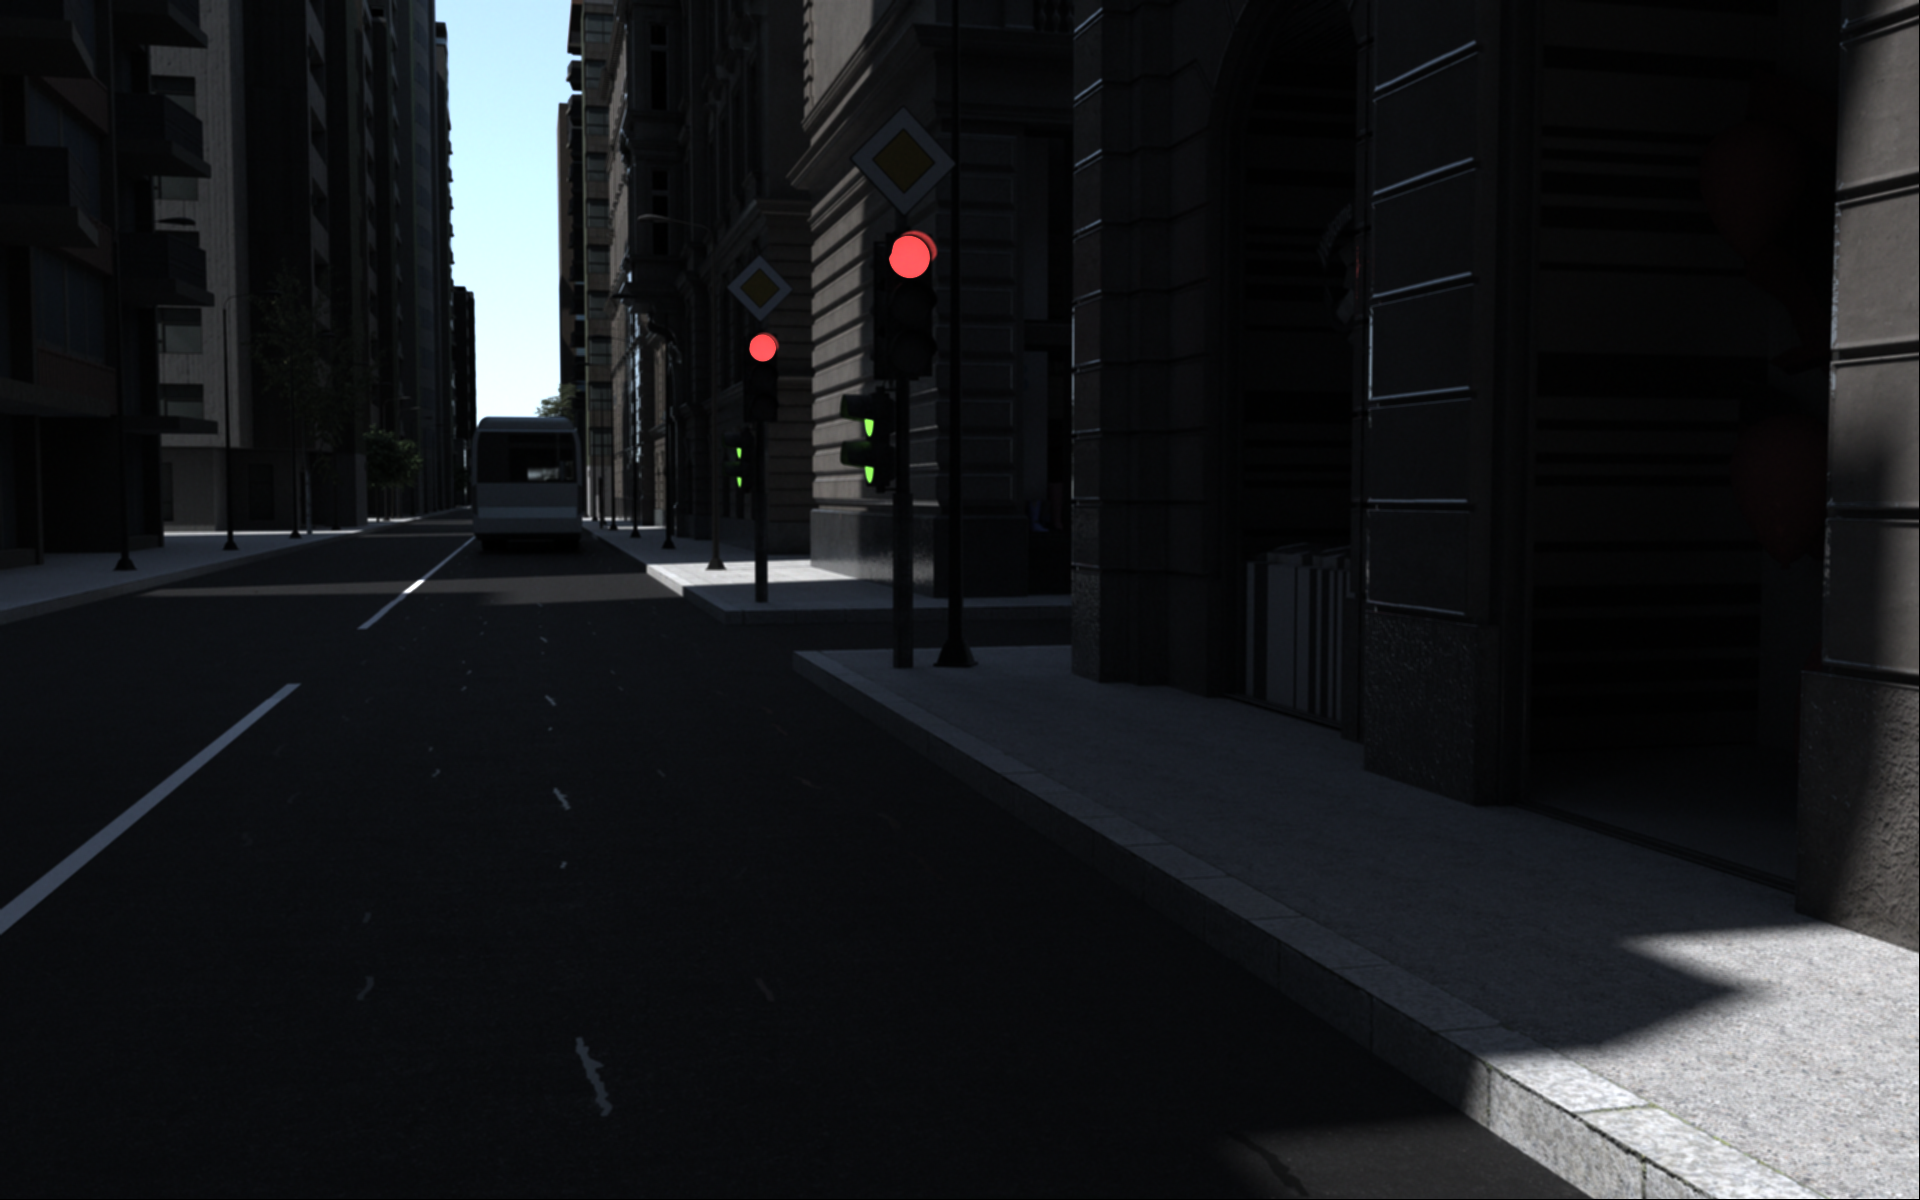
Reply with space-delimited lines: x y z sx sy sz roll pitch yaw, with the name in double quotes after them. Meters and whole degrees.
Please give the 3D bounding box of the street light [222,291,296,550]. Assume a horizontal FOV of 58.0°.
-16.164 -4.100 39.578 1.470 5.913 1.316 -1 4 -14 "street light"

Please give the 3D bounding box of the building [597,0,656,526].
-10.311 -17.432 82.276 12.463 27.353 25.104 -1 4 -14 "building"

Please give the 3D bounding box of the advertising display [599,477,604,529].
-13.370 -3.630 64.569 0.123 1.923 0.974 -1 4 -9 "advertising display"

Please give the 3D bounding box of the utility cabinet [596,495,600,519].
-18.855 -4.841 90.318 0.306 1.237 1.020 -1 4 -15 "utility cabinet"

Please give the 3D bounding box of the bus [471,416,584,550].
-11.782 -3.228 47.634 2.948 3.499 13.247 -1 4 -13 "bus"

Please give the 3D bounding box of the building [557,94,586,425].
-38.175 -33.393 196.086 14.600 45.320 14.200 -1 4 -14 "building"

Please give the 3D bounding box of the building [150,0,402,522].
-39.118 -19.843 96.131 14.160 30.474 14.107 -1 4 -14 "building"

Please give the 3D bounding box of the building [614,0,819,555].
-3.150 -14.329 53.368 14.460 24.649 34.723 -1 4 -14 "building"

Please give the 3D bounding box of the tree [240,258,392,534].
-20.507 -6.400 54.996 4.737 8.622 4.395 0 3 0 "tree"

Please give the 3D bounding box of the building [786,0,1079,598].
7.483 -12.146 27.460 19.941 23.489 11.050 -1 4 -14 "building"

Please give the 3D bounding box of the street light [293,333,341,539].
-18.711 -4.742 50.076 1.470 5.913 1.316 -1 4 -14 "street light"

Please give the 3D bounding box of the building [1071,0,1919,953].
9.277 -9.795 1.946 13.314 21.916 24.055 -1 4 -14 "building"

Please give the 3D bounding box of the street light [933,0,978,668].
-0.558 -2.454 12.663 1.470 5.913 1.316 -1 4 -14 "street light"

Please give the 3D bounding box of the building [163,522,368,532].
-29.889 -17.821 63.071 14.160 30.474 14.107 -1 4 -14 "building"

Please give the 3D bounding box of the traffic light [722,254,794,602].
-2.376 -1.929 20.452 0.839 4.253 0.868 -1 4 -14 "traffic light"

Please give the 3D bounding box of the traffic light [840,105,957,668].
-0.440 -1.455 12.704 0.839 4.253 0.868 -1 4 -14 "traffic light"

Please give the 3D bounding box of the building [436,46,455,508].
-52.307 -28.648 151.995 14.154 41.232 14.086 -1 4 -14 "building"

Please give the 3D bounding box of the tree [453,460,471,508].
-48.319 -11.140 165.856 4.285 4.588 4.351 0 3 0 "tree"

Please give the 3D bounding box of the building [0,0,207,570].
-26.614 -22.974 30.245 22.147 44.769 28.867 -1 4 -14 "building"

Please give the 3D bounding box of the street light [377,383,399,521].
-24.410 -6.104 72.342 1.470 5.913 1.316 -1 4 -14 "street light"

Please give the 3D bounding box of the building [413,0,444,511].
-50.836 -35.968 130.077 21.231 58.520 28.212 -1 4 -14 "building"

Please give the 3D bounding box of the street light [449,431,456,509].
-37.776 -9.400 126.231 1.470 5.913 1.316 -1 4 -14 "street light"

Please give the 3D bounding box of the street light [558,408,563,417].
-20.681 -7.372 93.074 1.470 5.913 1.316 -1 4 -14 "street light"

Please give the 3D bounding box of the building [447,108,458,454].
-65.040 -32.300 182.732 22.147 44.769 28.867 -1 4 -14 "building"

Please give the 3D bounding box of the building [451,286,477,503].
-73.329 -28.388 235.844 14.160 30.474 14.107 -1 4 -14 "building"

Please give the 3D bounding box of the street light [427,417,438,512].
-32.356 -8.041 104.016 1.470 5.913 1.316 -1 4 -14 "street light"

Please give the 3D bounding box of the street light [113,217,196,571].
-13.526 -3.459 29.103 1.470 5.913 1.316 -1 4 -14 "street light"

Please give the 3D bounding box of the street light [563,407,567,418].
-17.968 -6.721 82.437 1.470 5.913 1.316 -1 4 -14 "street light"

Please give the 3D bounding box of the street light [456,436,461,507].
-40.400 -10.041 136.709 1.470 5.913 1.316 -1 4 -14 "street light"

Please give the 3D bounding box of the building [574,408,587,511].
-16.586 -49.709 125.417 22.319 86.520 31.000 -1 4 -14 "building"

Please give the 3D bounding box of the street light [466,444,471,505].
-45.708 -11.353 158.154 1.470 5.913 1.316 -1 4 -14 "street light"

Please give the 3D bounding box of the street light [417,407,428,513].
-29.549 -7.360 92.883 1.470 5.913 1.316 -1 4 -14 "street light"

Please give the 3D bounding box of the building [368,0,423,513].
-42.485 -26.137 110.928 14.154 41.232 14.086 -1 4 -14 "building"

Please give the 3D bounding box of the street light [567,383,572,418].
-15.408 -6.080 71.942 1.470 5.913 1.316 -1 4 -14 "street light"

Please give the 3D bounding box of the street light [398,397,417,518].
-26.959 -6.753 82.955 1.470 5.913 1.316 -1 4 -14 "street light"

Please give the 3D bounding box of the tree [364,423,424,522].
-26.626 -5.817 78.829 4.285 4.588 4.351 0 3 0 "tree"

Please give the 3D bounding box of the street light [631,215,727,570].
-4.669 -3.459 29.102 1.470 5.913 1.316 -1 4 -14 "street light"

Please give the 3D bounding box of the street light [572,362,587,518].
-12.857 -5.431 61.343 1.470 5.913 1.316 -1 4 -14 "street light"

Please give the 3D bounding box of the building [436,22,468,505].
-72.157 -54.948 211.067 22.319 86.520 31.000 -1 4 -14 "building"

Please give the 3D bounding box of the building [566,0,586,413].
-23.734 -30.647 155.706 22.147 44.769 28.867 -1 4 -14 "building"

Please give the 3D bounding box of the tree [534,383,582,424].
-40.164 -15.788 176.261 7.486 12.596 7.792 0 3 0 "tree"

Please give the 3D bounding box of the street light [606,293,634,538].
-7.362 -4.146 40.326 1.470 5.913 1.316 -1 4 -14 "street light"

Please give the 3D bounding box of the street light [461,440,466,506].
-43.161 -10.710 147.656 1.470 5.913 1.316 -1 4 -14 "street light"

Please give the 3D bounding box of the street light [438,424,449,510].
-34.911 -8.708 114.912 1.470 5.913 1.316 -1 4 -14 "street light"

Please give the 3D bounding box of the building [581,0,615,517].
-15.510 -20.336 104.190 14.160 30.474 14.107 -1 4 -14 "building"

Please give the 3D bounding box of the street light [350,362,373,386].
-21.481 -5.413 61.040 1.470 5.913 1.316 -1 4 -14 "street light"

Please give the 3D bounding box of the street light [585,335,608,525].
-10.098 -4.785 50.777 1.470 5.913 1.316 -1 4 -14 "street light"
